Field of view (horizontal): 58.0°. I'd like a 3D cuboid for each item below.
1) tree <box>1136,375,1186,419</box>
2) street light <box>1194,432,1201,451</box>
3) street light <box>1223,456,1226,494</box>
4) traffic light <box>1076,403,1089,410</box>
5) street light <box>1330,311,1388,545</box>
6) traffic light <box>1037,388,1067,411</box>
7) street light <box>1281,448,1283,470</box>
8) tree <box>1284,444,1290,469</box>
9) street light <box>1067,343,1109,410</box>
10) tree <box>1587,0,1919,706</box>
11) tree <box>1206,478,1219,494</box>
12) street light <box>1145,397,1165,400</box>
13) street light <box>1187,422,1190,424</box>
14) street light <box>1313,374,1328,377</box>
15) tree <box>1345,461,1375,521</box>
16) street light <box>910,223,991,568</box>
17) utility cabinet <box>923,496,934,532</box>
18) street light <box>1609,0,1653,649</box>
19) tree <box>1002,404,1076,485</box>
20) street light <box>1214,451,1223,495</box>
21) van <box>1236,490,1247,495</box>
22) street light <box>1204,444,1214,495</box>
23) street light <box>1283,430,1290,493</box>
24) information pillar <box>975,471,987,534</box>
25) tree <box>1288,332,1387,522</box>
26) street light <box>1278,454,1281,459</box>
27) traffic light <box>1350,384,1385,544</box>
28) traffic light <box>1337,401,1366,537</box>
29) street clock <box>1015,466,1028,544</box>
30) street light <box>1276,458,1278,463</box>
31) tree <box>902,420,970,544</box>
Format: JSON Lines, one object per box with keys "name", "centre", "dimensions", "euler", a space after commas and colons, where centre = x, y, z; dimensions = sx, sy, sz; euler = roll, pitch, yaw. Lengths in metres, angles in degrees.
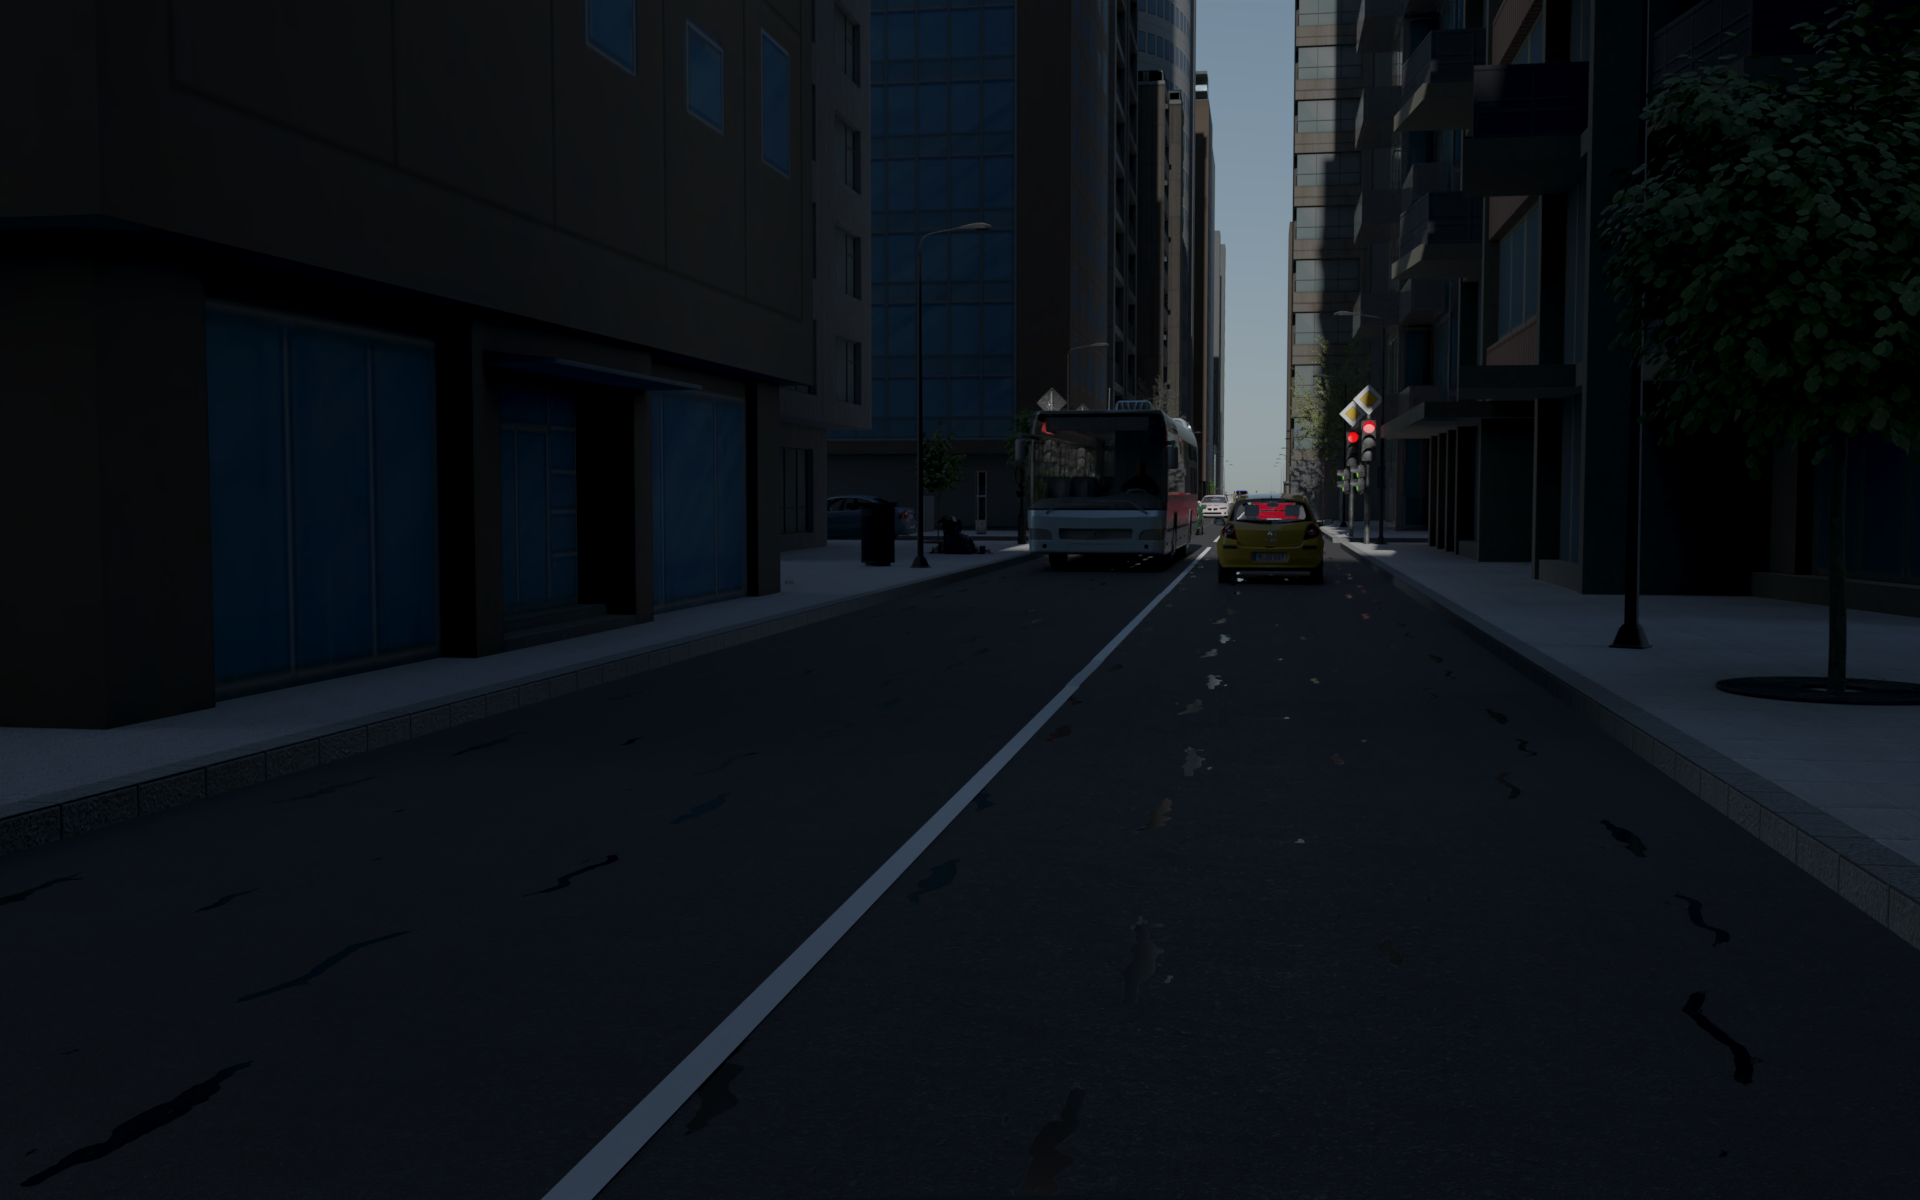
{"name": "tree", "centre": [11.825, -9.550, 106.509], "dimensions": [4.360, 8.622, 3.978], "euler": [0, 3, 0]}
{"name": "street light", "centre": [17.243, -9.582, 129.204], "dimensions": [1.470, 5.913, 1.316], "euler": [1, 4, 10]}
{"name": "street light", "centre": [31.371, -14.570, 210.767], "dimensions": [1.470, 5.913, 1.316], "euler": [1, 4, 10]}
{"name": "traffic light", "centre": [3.799, -3.954, 53.564], "dimensions": [0.839, 4.253, 0.868], "euler": [1, 4, 10]}
{"name": "street light", "centre": [10.206, -4.377, 44.105], "dimensions": [1.470, 5.913, 1.316], "euler": [1, 4, 10]}
{"name": "traffic light", "centre": [2.425, -3.473, 45.698], "dimensions": [0.839, 4.253, 0.868], "euler": [1, 4, 10]}
{"name": "street light", "centre": [27.603, -10.457, 143.518], "dimensions": [1.470, 5.913, 1.316], "euler": [1, 4, 10]}
{"name": "tree", "centre": [42.173, -16.168, 214.709], "dimensions": [4.360, 8.622, 3.978], "euler": [0, 3, 0]}
{"name": "street light", "centre": [3.870, -4.948, 53.442], "dimensions": [1.470, 5.913, 1.316], "euler": [1, 4, 10]}
{"name": "tree", "centre": [5.708, -1.677, 11.133], "dimensions": [4.285, 4.588, 4.351], "euler": [0, 3, 0]}
{"name": "tree", "centre": [29.613, -12.787, 203.665], "dimensions": [1.663, 3.219, 1.824], "euler": [0, 3, 0]}
{"name": "street light", "centre": [9.056, -6.737, 82.692], "dimensions": [1.470, 5.913, 1.316], "euler": [1, 4, 10]}
{"name": "street light", "centre": [14.114, -8.515, 111.763], "dimensions": [1.470, 5.913, 1.316], "euler": [1, 4, 10]}
{"name": "street light", "centre": [14.351, -5.784, 67.116], "dimensions": [1.470, 5.913, 1.316], "euler": [1, 4, 10]}
{"name": "tree", "centre": [18.403, -5.319, 81.561], "dimensions": [1.663, 3.219, 1.824], "euler": [0, 3, 0]}
{"name": "street light", "centre": [-0.160, -3.509, 29.920], "dimensions": [1.470, 5.913, 1.316], "euler": [1, 4, 10]}
{"name": "utility cabinet", "centre": [-1.169, -2.929, 59.049], "dimensions": [0.306, 1.237, 1.020], "euler": [1, 4, 17]}
{"name": "street light", "centre": [5.079, -2.561, 14.406], "dimensions": [1.470, 5.913, 1.316], "euler": [1, 4, 10]}
{"name": "tree", "centre": [3.012, -4.498, 57.253], "dimensions": [4.285, 4.588, 4.351], "euler": [0, 3, 0]}
{"name": "street light", "centre": [27.589, -13.213, 188.576], "dimensions": [1.470, 5.913, 1.316], "euler": [1, 4, 10]}
{"name": "van", "centre": [43.601, -16.141, 268.291], "dimensions": [2.240, 2.365, 5.245], "euler": [1, 4, 8]}
{"name": "street light", "centre": [22.395, -11.430, 159.423], "dimensions": [1.470, 5.913, 1.316], "euler": [1, 4, 10]}
{"name": "street light", "centre": [24.417, -9.377, 125.859], "dimensions": [1.470, 5.913, 1.316], "euler": [1, 4, 10]}
{"name": "information pillar", "centre": [0.670, -3.095, 55.101], "dimensions": [0.304, 2.012, 0.304], "euler": [-1, 4, -11]}
{"name": "tree", "centre": [16.986, -7.813, 78.106], "dimensions": [4.737, 8.622, 4.395], "euler": [0, 3, 0]}
{"name": "street light", "centre": [32.683, -12.236, 172.595], "dimensions": [1.470, 5.913, 1.316], "euler": [1, 4, 10]}
{"name": "traffic light", "centre": [10.418, -3.389, 44.323], "dimensions": [0.839, 4.253, 0.868], "euler": [1, 4, 10]}
{"name": "traffic light", "centre": [11.792, -3.870, 52.189], "dimensions": [0.839, 4.253, 0.868], "euler": [1, 4, 10]}
{"name": "street clock", "centre": [1.590, -2.436, 44.397], "dimensions": [0.358, 2.002, 0.471], "euler": [-1, 4, -18]}
{"name": "street light", "centre": [37.806, -14.013, 201.655], "dimensions": [1.470, 5.913, 1.316], "euler": [1, 4, 10]}
{"name": "tree", "centre": [-0.525, -3.088, 45.085], "dimensions": [1.663, 3.219, 1.824], "euler": [0, 3, 0]}
